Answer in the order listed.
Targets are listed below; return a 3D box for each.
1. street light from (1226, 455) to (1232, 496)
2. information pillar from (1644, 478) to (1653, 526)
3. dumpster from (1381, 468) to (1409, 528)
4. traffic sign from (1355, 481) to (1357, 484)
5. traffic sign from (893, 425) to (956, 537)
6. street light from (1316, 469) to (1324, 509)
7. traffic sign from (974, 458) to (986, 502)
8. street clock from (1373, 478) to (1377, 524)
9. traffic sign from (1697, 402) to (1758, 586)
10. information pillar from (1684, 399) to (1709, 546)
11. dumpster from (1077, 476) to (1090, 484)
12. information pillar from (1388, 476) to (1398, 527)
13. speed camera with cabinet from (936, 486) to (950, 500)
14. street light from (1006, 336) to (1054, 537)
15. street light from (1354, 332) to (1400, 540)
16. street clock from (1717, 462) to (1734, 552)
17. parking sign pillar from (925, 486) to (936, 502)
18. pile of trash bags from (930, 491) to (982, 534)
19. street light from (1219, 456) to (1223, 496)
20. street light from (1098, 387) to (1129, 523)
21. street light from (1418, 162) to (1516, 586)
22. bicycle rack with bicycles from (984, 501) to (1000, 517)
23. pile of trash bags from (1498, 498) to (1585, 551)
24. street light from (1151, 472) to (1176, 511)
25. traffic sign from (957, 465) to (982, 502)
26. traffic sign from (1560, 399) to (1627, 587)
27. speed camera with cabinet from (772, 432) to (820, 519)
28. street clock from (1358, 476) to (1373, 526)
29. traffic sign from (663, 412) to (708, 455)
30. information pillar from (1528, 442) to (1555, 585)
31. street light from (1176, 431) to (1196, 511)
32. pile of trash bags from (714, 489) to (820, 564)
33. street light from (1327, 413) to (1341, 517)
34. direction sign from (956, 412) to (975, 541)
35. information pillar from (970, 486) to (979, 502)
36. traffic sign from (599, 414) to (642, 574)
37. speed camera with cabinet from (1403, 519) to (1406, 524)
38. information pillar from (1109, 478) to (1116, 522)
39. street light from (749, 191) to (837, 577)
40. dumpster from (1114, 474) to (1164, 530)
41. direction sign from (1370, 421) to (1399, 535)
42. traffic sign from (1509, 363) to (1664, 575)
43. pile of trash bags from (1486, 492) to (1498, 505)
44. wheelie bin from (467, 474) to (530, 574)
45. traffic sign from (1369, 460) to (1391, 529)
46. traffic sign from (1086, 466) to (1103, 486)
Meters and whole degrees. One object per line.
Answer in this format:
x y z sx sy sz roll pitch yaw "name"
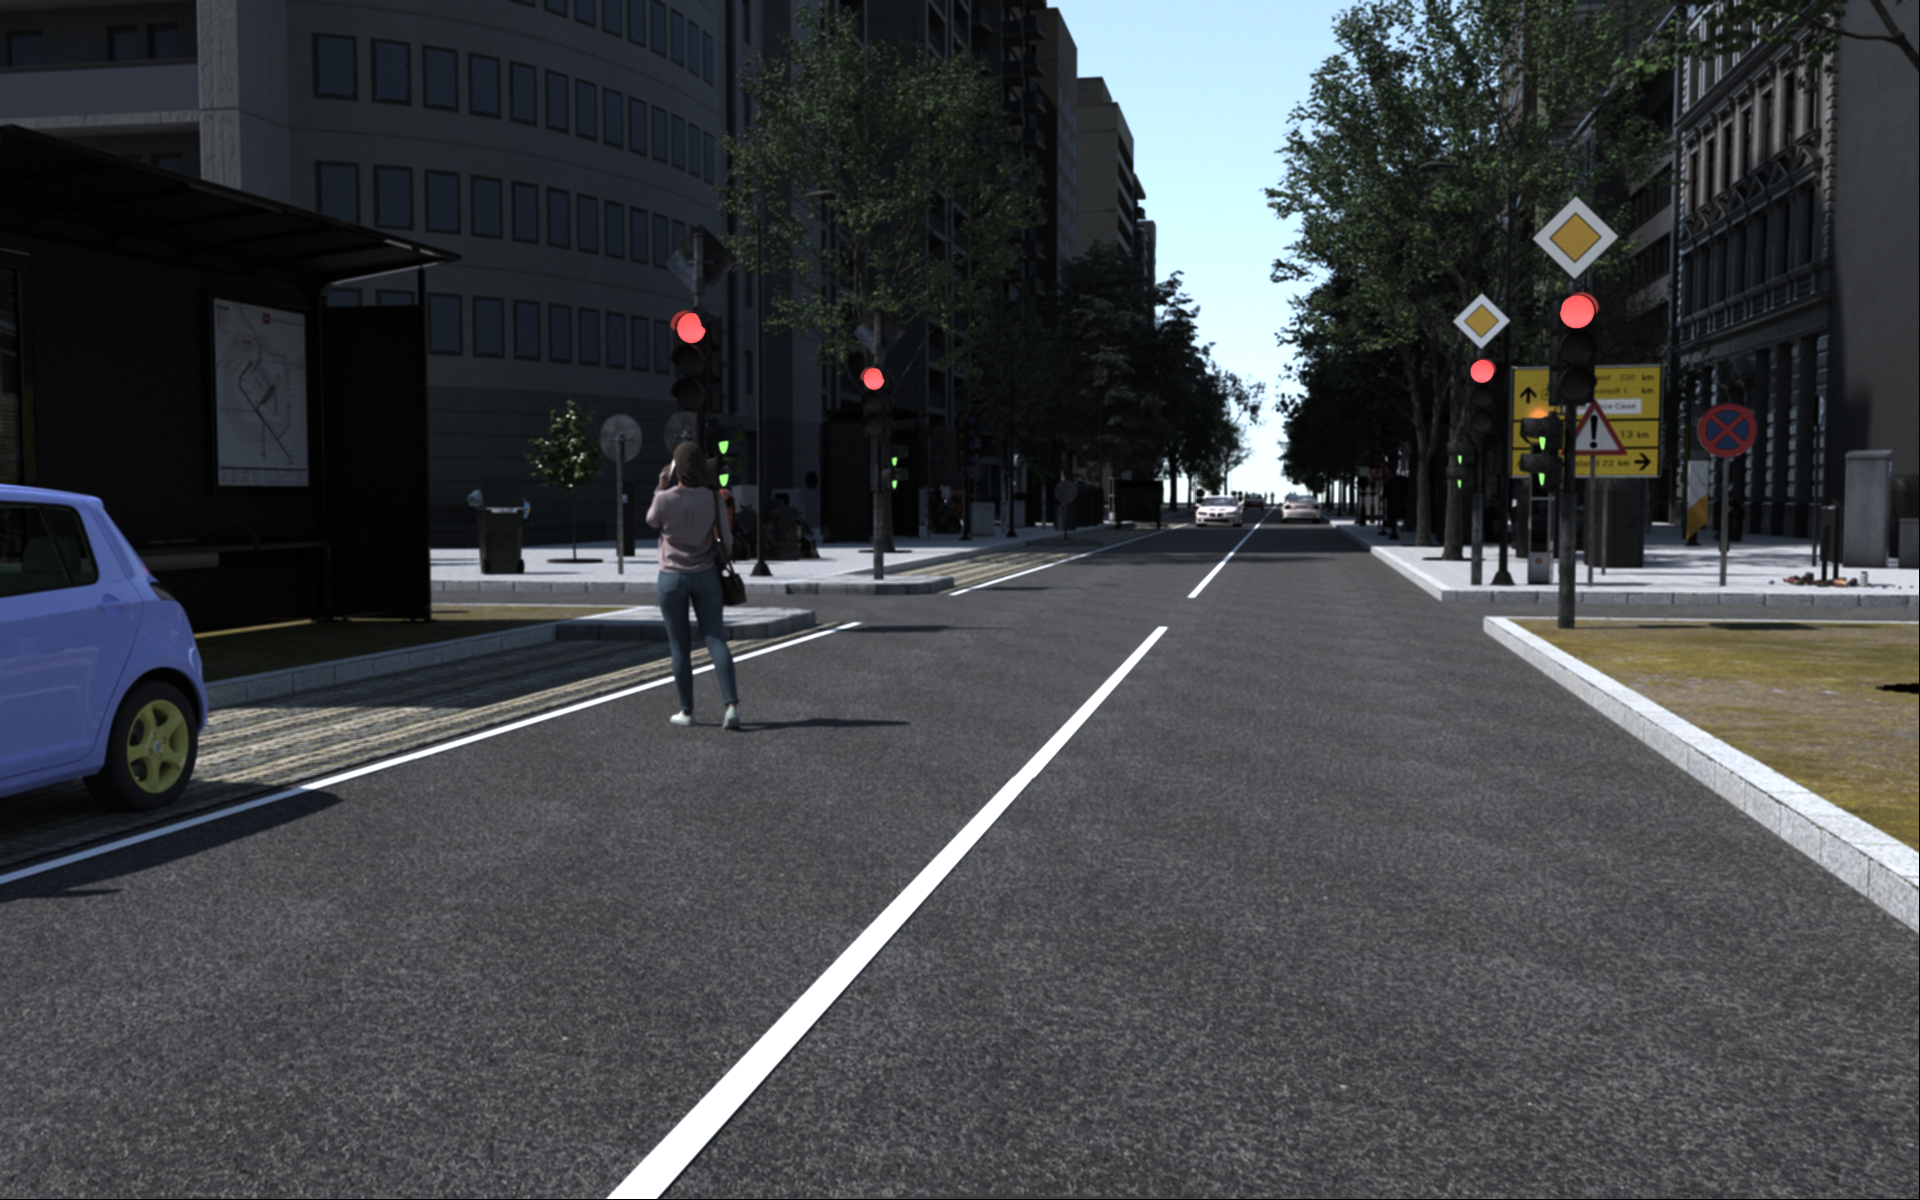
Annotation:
31.647 -14.369 207.475 1.470 5.913 1.316 1 4 11 "street light"
27.602 -3.973 69.447 0.304 2.012 0.304 1 4 19 "information pillar"
16.692 -3.859 65.595 1.502 2.255 1.985 1 4 10 "dumpster"
21.426 -5.626 91.992 0.884 2.594 0.081 1 4 17 "traffic sign"
-1.246 -3.531 51.597 2.265 3.308 0.079 1 4 11 "traffic sign"
21.501 -7.827 100.506 1.470 5.913 1.316 1 4 11 "street light"
0.542 -3.713 60.816 0.768 2.556 0.104 1 4 18 "traffic sign"
17.862 -4.305 74.951 0.358 2.002 0.471 1 4 21 "street clock"
10.653 -1.468 24.108 0.768 2.556 0.104 1 4 20 "traffic sign"
18.231 -3.146 42.800 0.504 3.616 0.183 0 4 3 "information pillar"
6.564 -5.635 94.619 1.502 2.255 1.985 1 4 11 "dumpster"
17.100 -3.911 68.434 0.304 2.012 0.304 3 5 43 "information pillar"
-1.264 -5.543 84.969 0.660 3.252 2.038 -2 4 -32 "speed camera with cabinet"
2.065 -4.805 51.102 1.470 5.913 1.316 1 4 11 "street light"
11.714 -4.665 48.818 1.470 5.913 1.316 1 4 11 "street light"
17.068 -2.083 38.629 0.358 2.002 0.471 2 4 31 "street clock"
-1.264 -5.225 73.899 1.447 3.967 1.447 0 4 -5 "parking sign pillar"
-0.024 -2.888 56.967 1.912 1.369 3.447 0 4 -2 "pile of trash bags"
26.969 -12.892 183.331 1.470 5.913 1.316 1 4 11 "street light"
6.664 -6.294 75.447 1.470 5.913 1.316 1 4 11 "street light"
7.114 -3.167 24.319 1.470 5.913 1.316 1 4 11 "street light"
2.117 -4.796 91.789 2.852 0.926 2.925 -1 4 -20 "bicycle rack with bicycles"
13.788 -1.868 40.298 1.912 1.369 3.447 1 4 10 "pile of trash bags"
11.920 -7.979 102.998 1.470 5.913 1.316 1 4 11 "street light"
0.319 -3.666 59.941 0.884 2.594 0.081 1 4 13 "traffic sign"
8.716 -1.460 23.880 0.884 2.594 0.081 1 4 11 "traffic sign"
-5.138 -3.761 55.825 2.038 3.252 0.660 2 4 35 "speed camera with cabinet"
16.244 -3.988 69.775 0.358 2.002 0.471 -1 4 -21 "street clock"
-4.108 -1.587 26.047 0.768 2.556 0.104 1 4 13 "traffic sign"
8.273 -1.232 24.637 0.304 2.012 0.304 2 4 29 "information pillar"
16.473 -9.481 127.560 1.470 5.913 1.316 1 4 11 "street light"
-4.024 -1.442 33.325 1.912 1.369 3.447 1 4 15 "pile of trash bags"
16.372 -6.178 73.557 1.470 5.913 1.316 1 4 11 "street light"
0.162 -3.419 47.898 0.379 3.537 0.876 2 4 35 "direction sign"
0.547 -3.948 69.039 0.304 2.012 0.304 3 4 36 "information pillar"
-5.431 -1.685 27.656 0.768 2.556 0.104 1 4 18 "traffic sign"
18.128 -4.552 68.753 0.660 3.252 2.038 2 4 27 "speed camera with cabinet"
6.953 -4.518 78.355 0.304 2.012 0.304 -2 4 -33 "information pillar"
-2.578 -3.319 26.802 1.470 5.913 1.316 1 4 11 "street light"
7.204 -3.960 69.694 1.985 2.255 1.502 1 4 11 "dumpster"
13.207 -3.789 53.943 0.876 3.537 0.379 1 4 8 "direction sign"
9.880 -2.051 27.413 2.265 3.308 0.079 1 4 18 "traffic sign"
29.486 -4.984 91.240 3.447 1.369 1.912 1 4 9 "pile of trash bags"
-7.443 -1.222 27.895 0.980 1.594 0.693 -2 4 -28 "wheelie bin"
15.554 -3.919 64.190 0.768 2.556 0.104 1 4 18 "traffic sign"
6.000 -4.727 77.397 0.768 2.556 0.104 1 4 17 "traffic sign"
